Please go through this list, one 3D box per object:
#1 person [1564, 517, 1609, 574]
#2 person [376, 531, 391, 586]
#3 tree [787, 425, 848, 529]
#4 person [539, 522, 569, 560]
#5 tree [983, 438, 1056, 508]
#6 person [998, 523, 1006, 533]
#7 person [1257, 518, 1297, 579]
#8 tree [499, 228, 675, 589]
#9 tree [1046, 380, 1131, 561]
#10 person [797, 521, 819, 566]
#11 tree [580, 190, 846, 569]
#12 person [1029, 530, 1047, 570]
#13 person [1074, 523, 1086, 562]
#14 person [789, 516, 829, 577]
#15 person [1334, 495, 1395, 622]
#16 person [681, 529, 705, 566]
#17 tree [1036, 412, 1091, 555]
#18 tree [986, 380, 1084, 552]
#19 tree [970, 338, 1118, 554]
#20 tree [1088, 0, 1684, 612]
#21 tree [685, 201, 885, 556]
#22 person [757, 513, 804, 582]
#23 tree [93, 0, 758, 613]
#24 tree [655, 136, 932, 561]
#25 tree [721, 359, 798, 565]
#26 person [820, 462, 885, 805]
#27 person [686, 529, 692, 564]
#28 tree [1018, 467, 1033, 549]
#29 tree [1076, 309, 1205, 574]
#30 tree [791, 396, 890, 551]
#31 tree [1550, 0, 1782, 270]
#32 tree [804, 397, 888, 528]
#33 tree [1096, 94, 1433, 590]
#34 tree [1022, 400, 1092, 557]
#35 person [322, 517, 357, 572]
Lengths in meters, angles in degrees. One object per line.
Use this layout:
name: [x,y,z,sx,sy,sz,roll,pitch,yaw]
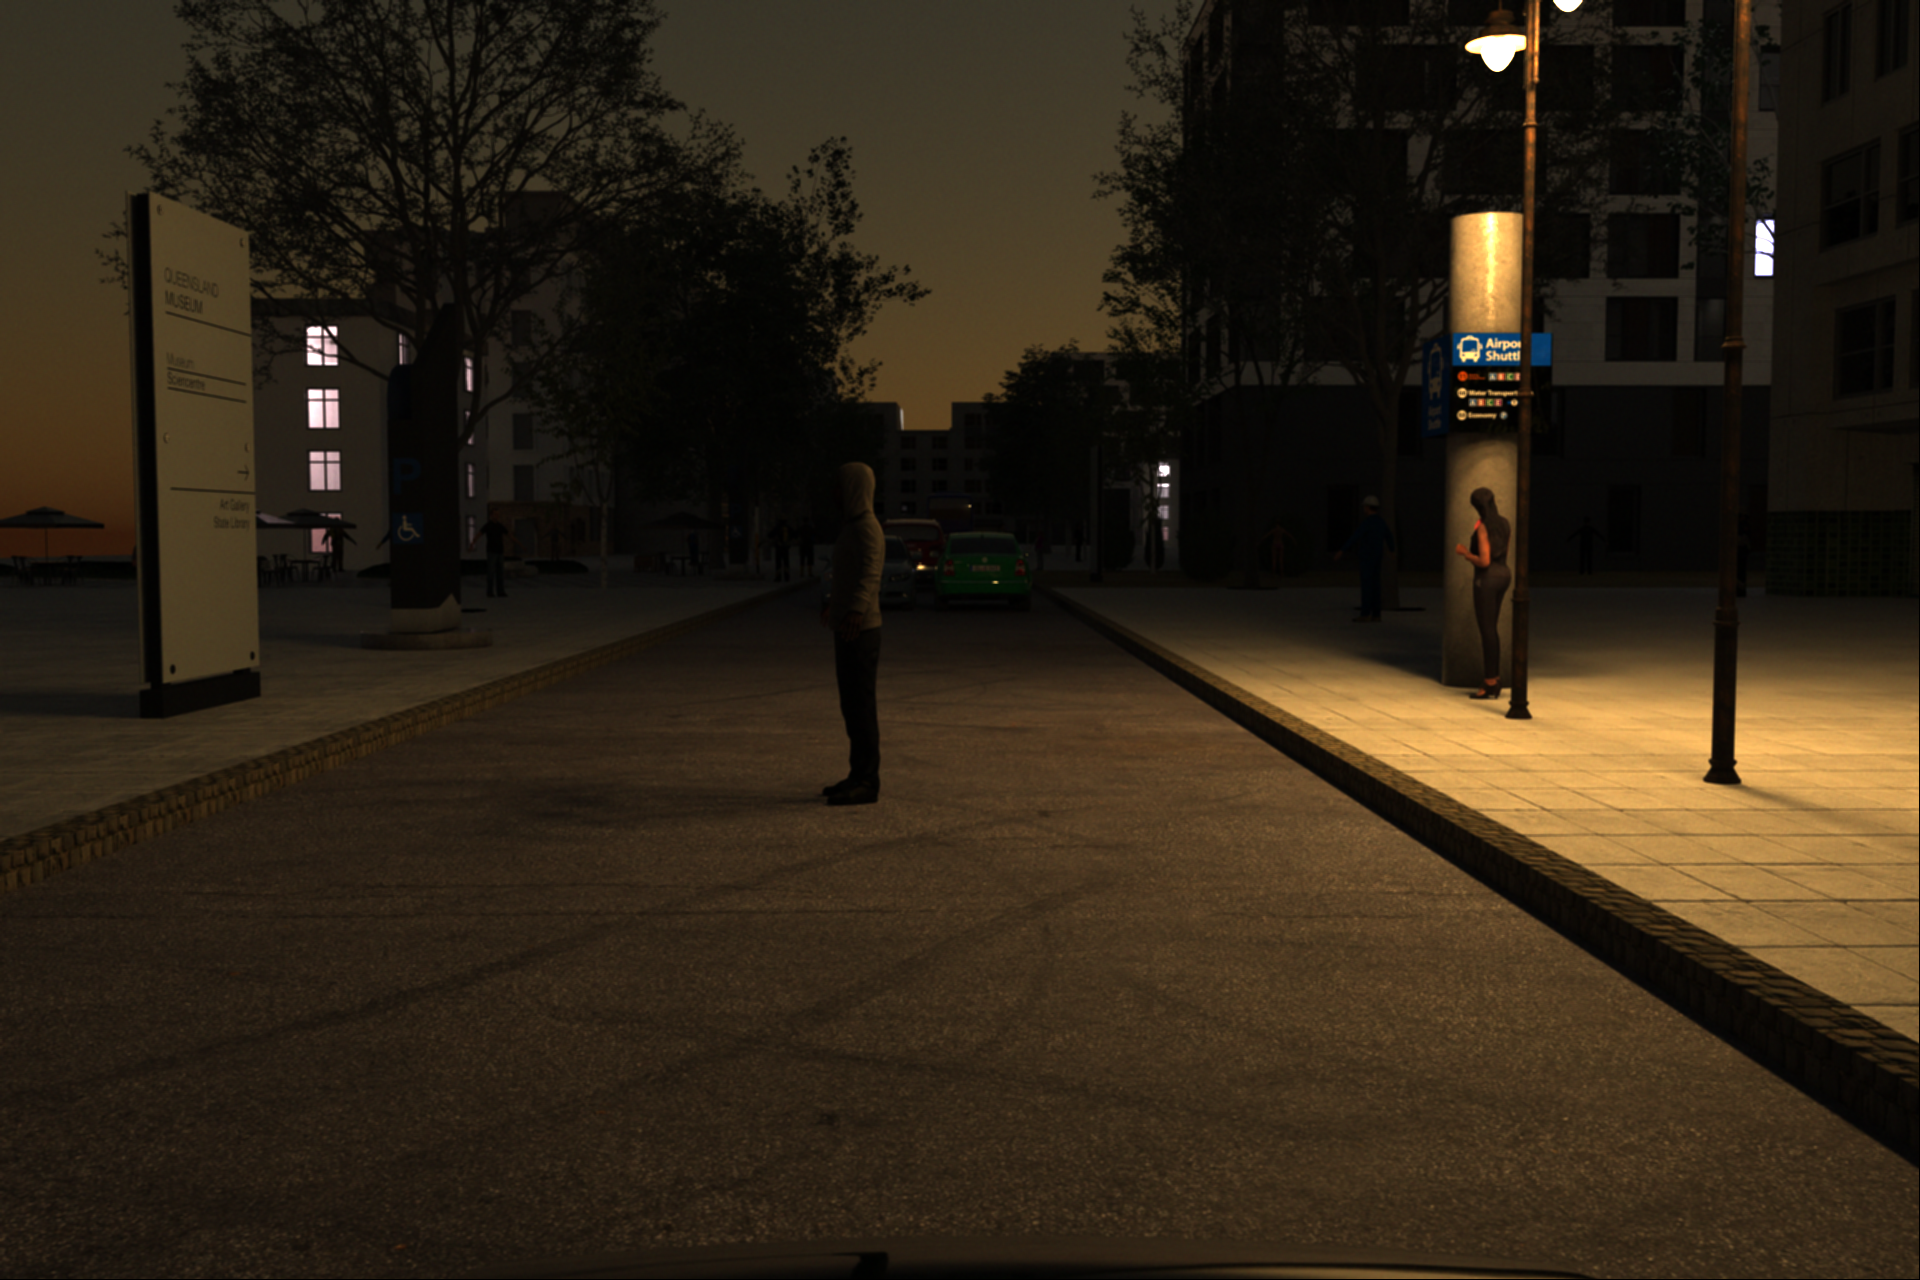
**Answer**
person: [19.915,-3.005,55.062,1.347,1.837,0.705,1,4,17]
person: [-13.965,-2.259,42.900,0.705,1.833,1.349,1,4,16]
tree: [-9.981,-10.030,114.358,4.360,8.622,3.978,0,3,0]
person: [-18.008,-4.318,76.870,1.348,1.796,0.705,0,4,4]
tree: [6.168,-12.365,136.580,8.767,10.594,7.601,0,4,-5]
person: [1.452,-3.091,59.175,1.347,1.806,0.705,-3,5,-44]
person: [9.070,-2.616,49.580,1.217,1.733,0.721,-1,4,-8]
tree: [-8.516,-5.531,40.798,4.737,8.622,4.395,0,3,0]
tree: [6.300,-8.160,83.775,4.737,8.622,4.395,0,3,0]
person: [-6.138,-3.939,70.524,0.704,1.817,1.347,2,4,33]
tree: [-9.029,-9.569,63.106,9.857,13.997,8.962,0,3,0]
person: [2.787,-3.192,61.451,0.599,1.433,0.991,3,5,41]
person: [5.543,-4.552,80.609,0.705,1.806,1.347,1,4,23]
person: [-4.602,-2.794,51.821,1.346,1.812,0.704,0,4,7]
person: [5.977,-1.188,25.304,1.347,1.842,0.705,-3,5,-39]
person: [-10.793,-3.942,70.307,1.347,1.847,0.705,3,5,39]
tree: [6.691,-9.420,104.384,4.360,8.622,3.978,0,3,0]
tree: [5.320,-12.726,126.191,7.486,12.596,7.792,0,3,0]
tree: [5.596,-12.623,113.037,9.857,13.997,8.962,0,3,0]
tree: [7.157,-7.249,28.884,12.009,13.543,11.850,0,3,0]
tree: [-10.412,-15.020,101.467,12.611,20.169,13.585,0,3,0]
person: [-4.792,-2.497,46.610,1.354,1.856,0.705,-2,4,-27]
tree: [-8.356,-7.210,28.259,12.009,13.543,11.850,0,3,0]
tree: [-8.073,-13.836,82.108,12.611,20.169,13.585,0,3,0]
tree: [-8.511,-7.409,71.502,4.737,8.622,4.395,0,3,0]
person: [-0.584,-0.044,9.304,0.705,1.813,1.348,-1,4,-9]
person: [-11.333,-4.084,72.998,0.704,1.802,1.346,-1,4,-18]
tree: [5.472,-11.892,144.803,4.360,8.622,3.978,0,3,0]
tree: [6.004,-6.443,55.707,4.737,8.622,4.395,0,3,0]
tree: [-8.977,-12.483,129.852,9.928,11.665,9.643,0,3,0]
tree: [22.531,-11.608,45.685,12.611,20.169,13.585,0,3,0]
tree: [-9.560,-13.728,142.582,7.486,12.596,7.792,0,3,0]
tree: [6.882,-6.986,39.971,9.928,11.665,9.643,0,3,0]
tree: [6.026,-8.833,94.783,4.360,8.622,3.978,0,3,0]
person: [-21.189,-3.254,58.974,1.354,1.858,0.705,1,4,16]
